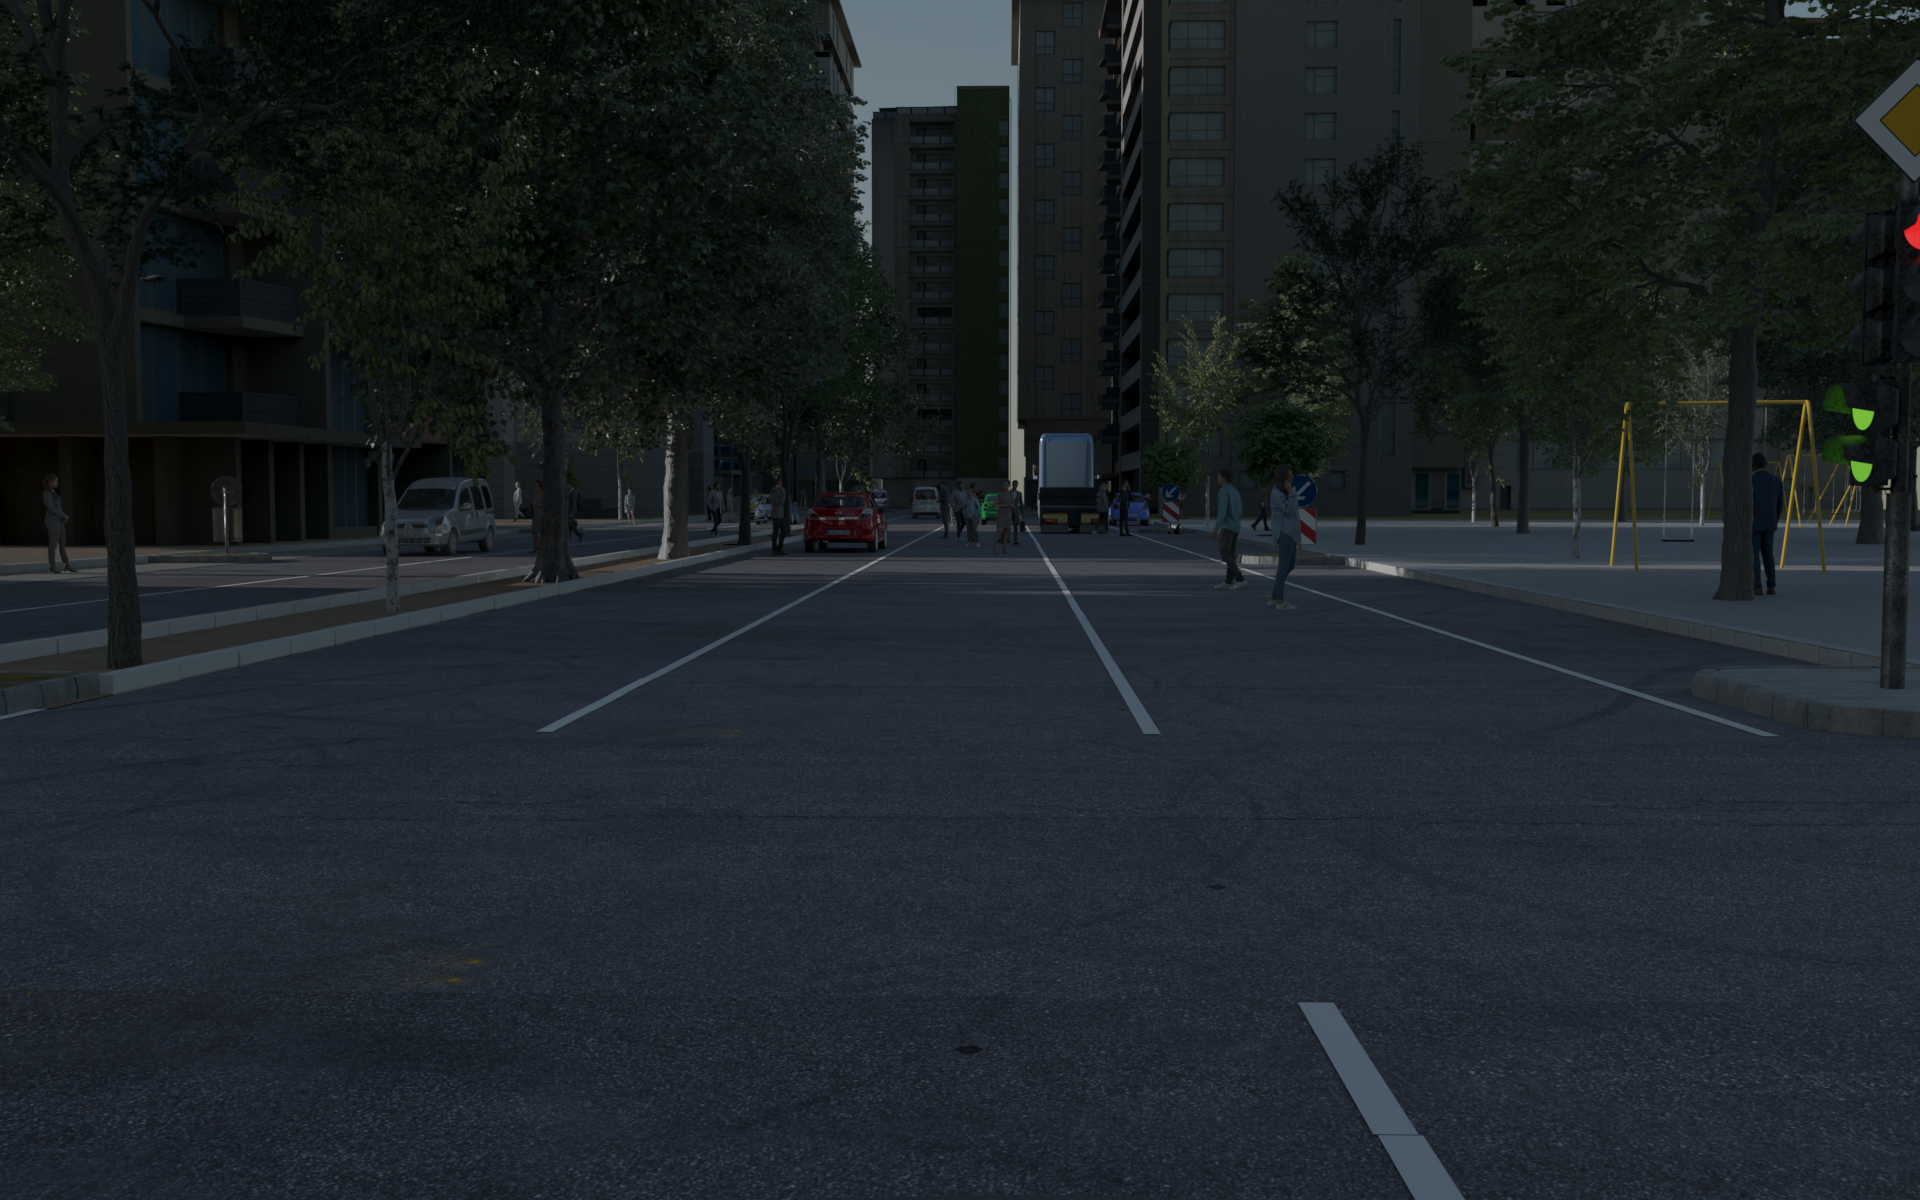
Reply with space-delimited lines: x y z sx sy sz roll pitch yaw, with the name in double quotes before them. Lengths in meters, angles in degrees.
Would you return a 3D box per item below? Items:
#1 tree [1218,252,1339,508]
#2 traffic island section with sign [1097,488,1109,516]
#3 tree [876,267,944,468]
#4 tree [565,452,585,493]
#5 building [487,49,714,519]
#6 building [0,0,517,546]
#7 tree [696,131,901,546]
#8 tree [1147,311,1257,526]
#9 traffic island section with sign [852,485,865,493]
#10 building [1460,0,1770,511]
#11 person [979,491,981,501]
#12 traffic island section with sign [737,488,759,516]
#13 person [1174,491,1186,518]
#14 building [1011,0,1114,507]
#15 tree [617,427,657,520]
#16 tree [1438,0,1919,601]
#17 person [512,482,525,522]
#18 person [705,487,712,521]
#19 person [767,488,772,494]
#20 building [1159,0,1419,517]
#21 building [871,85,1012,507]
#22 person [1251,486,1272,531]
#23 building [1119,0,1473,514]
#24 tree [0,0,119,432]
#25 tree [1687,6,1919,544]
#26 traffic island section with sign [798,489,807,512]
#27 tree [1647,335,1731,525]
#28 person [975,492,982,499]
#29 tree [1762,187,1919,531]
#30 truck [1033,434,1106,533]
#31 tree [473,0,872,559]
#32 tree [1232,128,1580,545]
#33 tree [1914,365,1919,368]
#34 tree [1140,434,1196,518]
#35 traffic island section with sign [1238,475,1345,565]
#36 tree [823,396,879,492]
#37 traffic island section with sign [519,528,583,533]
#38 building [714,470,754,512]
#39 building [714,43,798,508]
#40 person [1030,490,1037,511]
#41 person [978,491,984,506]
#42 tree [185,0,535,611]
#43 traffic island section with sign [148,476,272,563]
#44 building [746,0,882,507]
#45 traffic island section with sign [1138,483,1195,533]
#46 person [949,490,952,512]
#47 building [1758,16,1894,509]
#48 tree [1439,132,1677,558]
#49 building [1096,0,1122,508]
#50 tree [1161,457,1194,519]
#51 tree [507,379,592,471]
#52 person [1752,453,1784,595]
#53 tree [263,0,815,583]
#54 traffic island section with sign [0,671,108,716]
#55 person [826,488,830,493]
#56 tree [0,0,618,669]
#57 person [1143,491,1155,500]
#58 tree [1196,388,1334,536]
"tree" 15.911 -9.997 81.585 7.486 12.596 7.792 0 3 0
"traffic island section with sign" 8.936 -6.395 113.189 1.989 1.847 2.006 0 4 2
"tree" -5.500 -9.082 67.958 9.611 12.733 9.660 0 3 0
"tree" -18.060 -5.212 79.818 1.663 3.219 1.824 0 3 0
"building" -27.313 -34.161 100.535 21.231 58.520 28.212 0 4 2
"building" -27.308 -24.467 54.652 22.147 44.769 28.867 0 4 2
"tree" -5.890 -7.312 47.764 9.928 11.665 9.643 0 3 0
"tree" 9.666 -7.263 69.117 4.737 8.622 4.395 0 3 0
"traffic island section with sign" -5.140 -4.798 86.585 2.006 1.907 1.989 0 4 2
"building" 49.952 -34.080 146.449 27.495 52.752 28.713 0 4 2
"person" 1.794 -9.307 161.392 0.721 1.735 1.217 1 4 20
"traffic island section with sign" -13.665 -6.486 114.667 1.989 1.847 2.006 0 4 2
"person" 11.622 -5.013 91.200 0.799 1.438 0.628 2 4 30
"building" 19.134 -36.296 182.677 27.495 52.752 28.713 0 4 2
"tree" -16.522 -8.248 85.214 4.737 8.622 4.395 0 3 0
"tree" 9.787 -6.258 20.439 7.486 12.596 7.792 0 3 0
"person" -20.560 -4.578 80.765 0.514 1.842 0.818 3 5 43
"person" -13.410 -5.130 92.310 0.705 1.831 1.348 0 4 -4
"person" -15.581 -8.280 141.872 0.683 1.767 0.568 0 4 1
"building" 18.936 -25.704 103.851 14.154 41.232 14.086 0 4 2
"building" -1.819 -30.194 177.269 14.086 41.232 14.154 0 4 2
"person" 10.535 -3.323 60.282 0.836 1.842 0.656 -1 4 -13
"building" 22.716 -30.477 121.993 21.300 48.544 21.600 0 4 2
"tree" -18.900 -6.882 30.654 7.486 12.596 7.792 0 3 0
"tree" 23.571 -8.421 44.331 9.857 13.997 8.962 0 3 0
"traffic island section with sign" -12.922 -8.162 142.081 1.989 1.847 2.006 0 4 2
"tree" 30.220 -7.371 70.877 4.360 8.622 3.978 0 3 0
"person" 1.308 -8.291 144.087 1.348 1.821 0.705 2 4 28
"tree" 32.985 -8.746 60.002 9.611 12.733 9.660 0 3 0
"truck" 4.491 -4.989 71.325 2.967 4.110 18.799 0 4 2
"tree" -6.283 -7.866 37.727 9.857 13.997 8.962 0 3 0
"tree" 10.474 -6.682 43.660 7.601 10.594 8.767 -1 4 -18
"tree" 20.820 -5.126 34.169 4.360 8.622 3.978 0 3 0
"tree" 11.395 -6.807 95.013 4.285 4.588 4.351 0 3 0
"traffic island section with sign" 6.856 -1.677 36.045 1.989 1.847 2.006 0 4 2
"tree" -5.130 -7.493 75.335 4.737 8.622 4.395 0 3 0
"traffic island section with sign" -15.015 -3.379 63.878 1.989 1.847 2.006 0 4 2
"building" -32.214 -26.678 128.058 32.217 40.220 23.993 0 4 2
"building" -31.171 -51.292 151.288 31.000 86.520 22.319 0 4 2
"person" 6.208 -8.394 146.191 0.683 1.767 0.568 -3 4 -35
"person" 1.824 -8.847 153.949 0.742 1.727 0.445 3 4 37
"tree" -6.878 -4.147 20.619 4.737 8.622 4.395 0 3 0
"traffic island section with sign" -15.750 -1.714 36.660 1.989 1.847 2.006 0 4 2
"building" -23.097 -36.394 184.284 27.495 52.752 28.713 0 4 2
"traffic island section with sign" 7.603 -3.385 63.964 1.989 1.847 2.006 0 4 2
"person" -0.799 -7.984 139.714 0.551 1.740 0.621 -1 4 -8
"building" 71.521 -28.674 152.420 14.086 41.232 14.154 0 4 2
"tree" 12.148 -5.124 34.145 4.737 8.622 4.395 0 3 0
"building" 23.032 -30.133 147.295 22.147 44.769 28.867 0 4 2
"tree" 11.302 -5.784 89.166 1.663 3.219 1.824 0 3 0
"tree" -17.657 -7.673 75.811 4.360 8.622 3.978 0 3 0
"person" 10.165 -0.963 21.974 0.721 1.800 0.419 -1 4 -17
"tree" -6.601 -6.635 27.955 9.611 12.733 9.660 0 3 0
"traffic island section with sign" -7.149 -0.204 11.473 2.006 1.907 1.989 0 4 2
"person" -8.123 -5.973 106.164 0.705 1.823 1.348 -1 4 -16
"tree" -6.806 -4.731 14.215 8.767 10.594 7.601 0 4 2
"person" 11.170 -5.758 103.367 0.799 1.438 0.628 -3 5 -39
"tree" 9.745 -4.241 53.057 4.285 4.588 4.351 0 3 0
